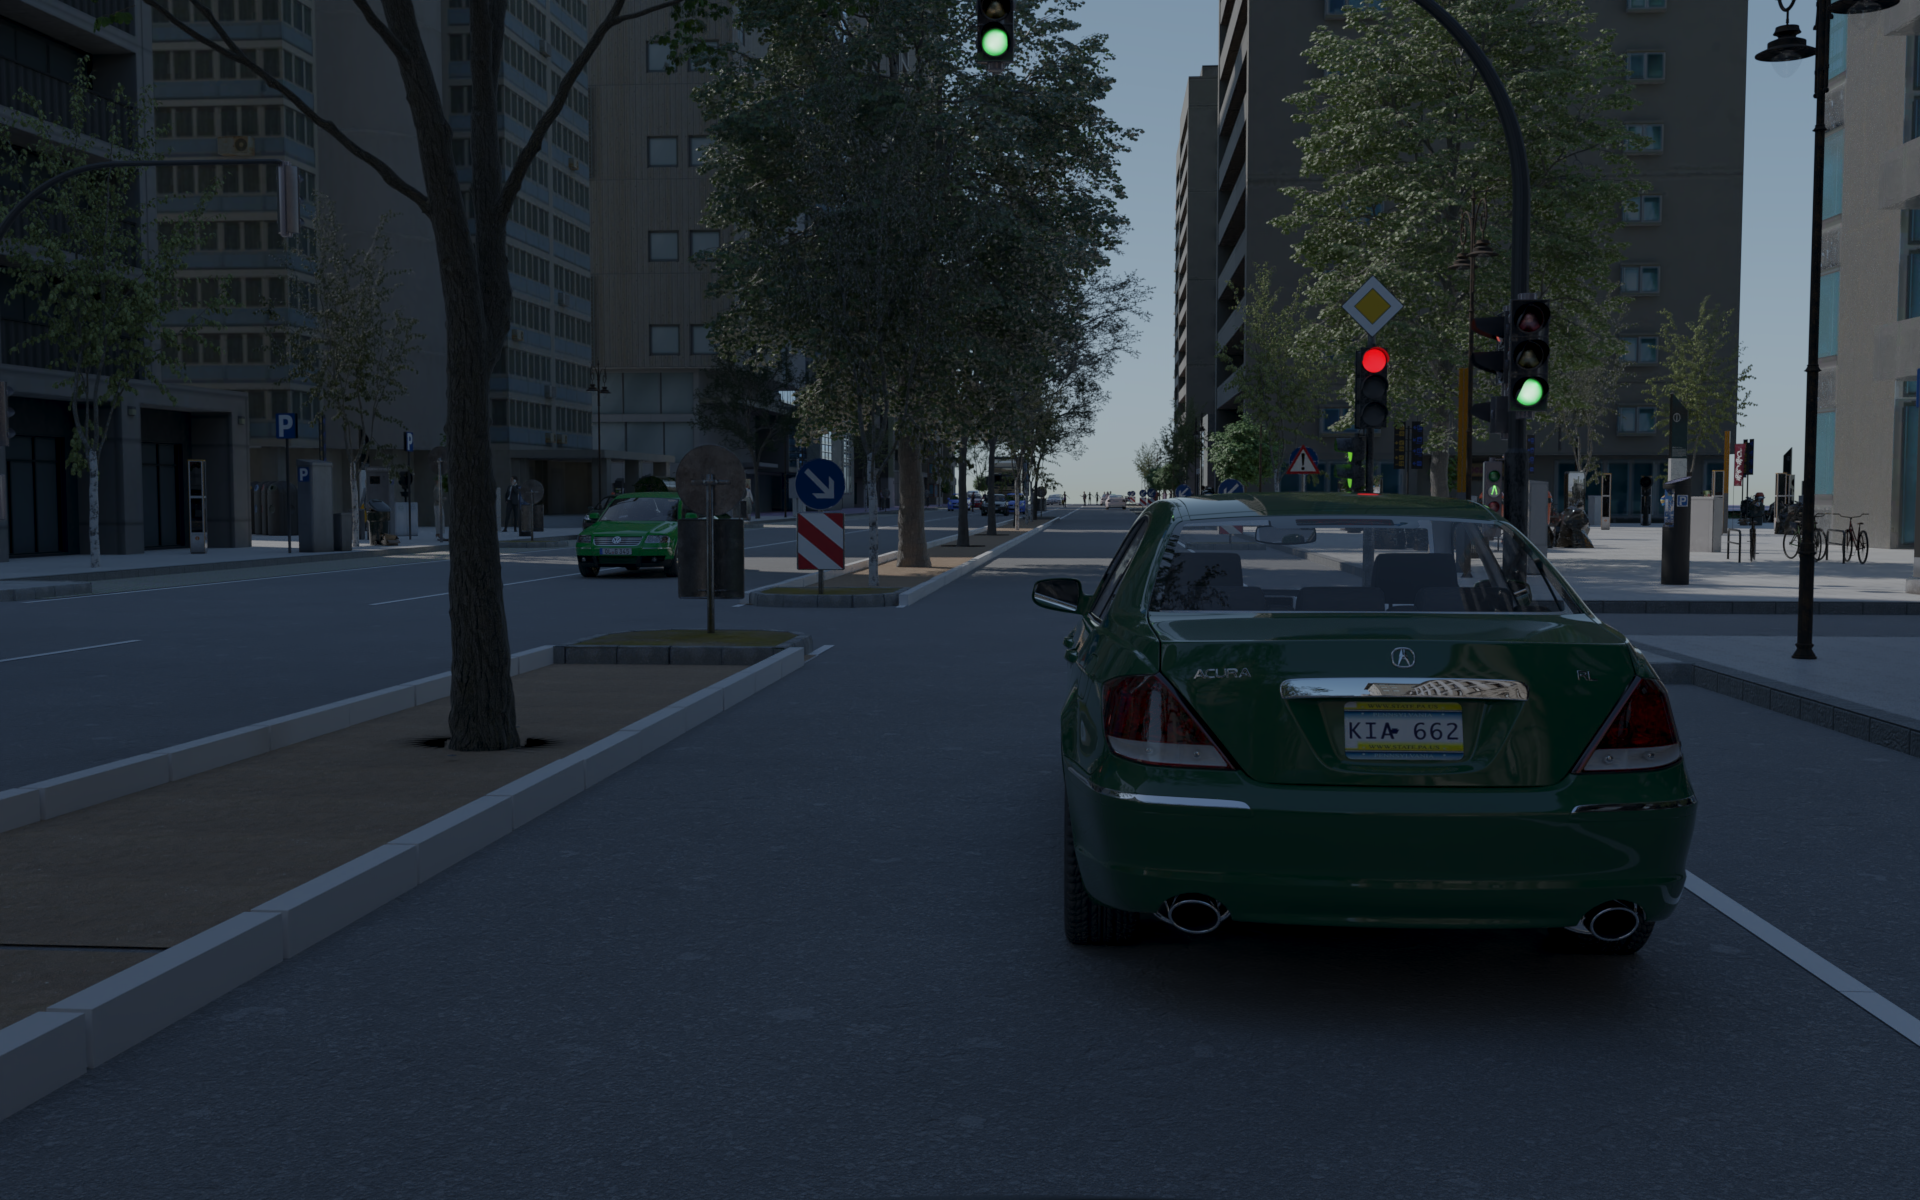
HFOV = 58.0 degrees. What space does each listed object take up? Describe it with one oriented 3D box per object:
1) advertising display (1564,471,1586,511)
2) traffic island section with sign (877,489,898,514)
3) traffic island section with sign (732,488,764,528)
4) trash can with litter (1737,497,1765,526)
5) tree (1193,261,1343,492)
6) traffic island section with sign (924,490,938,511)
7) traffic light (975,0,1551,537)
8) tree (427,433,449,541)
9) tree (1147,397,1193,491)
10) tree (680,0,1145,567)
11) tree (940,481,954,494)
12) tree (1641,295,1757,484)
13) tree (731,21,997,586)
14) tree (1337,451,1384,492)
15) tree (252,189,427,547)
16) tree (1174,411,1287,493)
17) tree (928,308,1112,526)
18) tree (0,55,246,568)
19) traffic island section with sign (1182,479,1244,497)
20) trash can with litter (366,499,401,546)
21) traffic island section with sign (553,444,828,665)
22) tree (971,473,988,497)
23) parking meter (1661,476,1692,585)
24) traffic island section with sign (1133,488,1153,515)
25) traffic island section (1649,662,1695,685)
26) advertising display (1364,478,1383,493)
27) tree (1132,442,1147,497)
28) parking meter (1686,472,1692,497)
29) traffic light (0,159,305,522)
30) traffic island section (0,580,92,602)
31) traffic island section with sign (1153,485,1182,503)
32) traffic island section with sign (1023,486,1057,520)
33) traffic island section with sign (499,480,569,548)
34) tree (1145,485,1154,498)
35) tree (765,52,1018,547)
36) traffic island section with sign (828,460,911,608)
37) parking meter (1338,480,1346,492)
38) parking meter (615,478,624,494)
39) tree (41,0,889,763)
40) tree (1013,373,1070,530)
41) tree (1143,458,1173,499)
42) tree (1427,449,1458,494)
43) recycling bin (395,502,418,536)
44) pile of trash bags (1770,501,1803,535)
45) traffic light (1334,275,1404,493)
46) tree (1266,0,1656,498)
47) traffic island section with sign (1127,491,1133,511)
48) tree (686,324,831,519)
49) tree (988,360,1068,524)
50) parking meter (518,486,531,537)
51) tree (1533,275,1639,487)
[{"bbox_3d":[17.570,-2.710,49.525,0.974,1.923,0.123,-3,5,-41],"label":"advertising display"},{"bbox_3d":[-5.262,-6.984,122.821,1.989,1.847,2.006,0,4,5],"label":"traffic island section with sign"},{"bbox_3d":[-9.405,-3.967,73.491,1.989,1.847,2.006,0,4,5],"label":"traffic island section with sign"},{"bbox_3d":[32.054,-3.599,70.224,0.624,1.170,1.055,-2,4,-33],"label":"trash can with litter"},{"bbox_3d":[10.015,-6.364,54.422,4.737,8.622,4.395,0,3,0],"label":"tree"},{"bbox_3d":[-2.933,-8.687,150.663,1.989,1.847,2.006,0,4,5],"label":"traffic island section with sign"},{"bbox_3d":[2.523,-2.434,14.472,4.771,5.953,1.251,0,4,5],"label":"traffic light"},{"bbox_3d":[-13.777,-3.223,47.305,1.663,3.219,1.824,0,3,0],"label":"tree"},{"bbox_3d":[16.968,-11.166,132.920,4.737,8.622,4.395,0,3,0],"label":"tree"},{"bbox_3d":[-0.907,-7.600,33.378,9.857,13.997,8.962,0,3,0],"label":"tree"},{"bbox_3d":[-1.466,-12.338,196.322,1.663,3.219,1.824,0,3,0],"label":"tree"},{"bbox_3d":[27.625,-7.025,65.224,4.737,8.622,4.395,0,3,0],"label":"tree"},{"bbox_3d":[-1.342,-4.498,26.358,4.360,8.622,3.978,0,3,0],"label":"tree"},{"bbox_3d":[14.018,-4.087,61.421,1.663,3.219,1.824,0,3,0],"label":"tree"},{"bbox_3d":[-14.761,-5.595,41.842,4.360,8.622,3.978,0,3,0],"label":"tree"},{"bbox_3d":[11.183,-5.175,68.321,4.285,4.588,4.351,0,3,0],"label":"tree"},{"bbox_3d":[2.413,-8.475,75.441,8.767,10.594,7.601,0,4,5],"label":"tree"},{"bbox_3d":[-14.976,-4.883,30.201,4.737,8.622,4.395,0,3,0],"label":"tree"},{"bbox_3d":[6.900,-2.235,45.166,1.989,1.847,2.006,0,4,5],"label":"traffic island section with sign"},{"bbox_3d":[-14.323,-1.945,43.191,1.055,1.170,0.624,3,5,40],"label":"trash can with litter"},{"bbox_3d":[-2.355,-0.443,15.375,2.006,1.907,1.989,0,4,5],"label":"traffic island section with sign"},{"bbox_3d":[3.384,-16.758,257.705,4.285,4.588,4.351,0,3,0],"label":"tree"},{"bbox_3d":[10.130,-0.984,24.496,0.372,1.533,0.369,0,3,0],"label":"parking meter"},{"bbox_3d":[13.295,-6.896,121.380,1.989,1.847,2.006,0,4,5],"label":"traffic island section with sign"},{"bbox_3d":[4.654,0.473,14.549,2.009,0.180,2.903,0,4,5],"label":"traffic island section"},{"bbox_3d":[15.550,-3.671,65.237,0.123,1.923,0.974,-2,4,-26],"label":"advertising display"},{"bbox_3d":[26.335,-17.704,239.824,4.737,8.622,4.395,0,3,0],"label":"tree"},{"bbox_3d":[19.264,-2.467,46.041,0.255,1.863,0.399,0,4,7],"label":"parking meter"},{"bbox_3d":[-11.421,-3.006,23.812,4.771,5.953,1.251,0,4,5],"label":"traffic light"},{"bbox_3d":[-13.552,-0.111,24.090,2.009,0.180,2.903,0,4,5],"label":"traffic island section"},{"bbox_3d":[9.173,-3.889,72.215,1.989,1.847,2.006,0,4,5],"label":"traffic island section with sign"},{"bbox_3d":[4.550,-5.474,97.633,2.006,1.907,1.989,0,4,5],"label":"traffic island section with sign"},{"bbox_3d":[-11.663,-2.324,46.630,1.989,1.847,2.006,0,4,5],"label":"traffic island section with sign"},{"bbox_3d":[24.155,-13.537,215.927,1.663,3.219,1.824,0,3,0],"label":"tree"},{"bbox_3d":[0.066,-8.186,46.666,12.009,13.543,11.850,0,3,0],"label":"tree"},{"bbox_3d":[-1.726,-0.894,22.756,2.006,1.907,1.989,0,4,5],"label":"traffic island section with sign"},{"bbox_3d":[15.273,-3.890,69.305,0.255,1.863,0.399,0,4,-4],"label":"parking meter"},{"bbox_3d":[-12.320,-3.486,62.709,0.255,1.863,0.399,0,4,4],"label":"parking meter"},{"bbox_3d":[-2.784,-4.975,9.551,9.928,11.665,9.643,0,3,0],"label":"tree"},{"bbox_3d":[2.252,-7.027,67.703,4.360,8.622,3.978,0,3,0],"label":"tree"},{"bbox_3d":[19.061,-10.490,155.220,4.285,4.588,4.351,0,3,0],"label":"tree"},{"bbox_3d":[20.285,-4.722,71.801,1.663,3.219,1.824,0,3,0],"label":"tree"},{"bbox_3d":[-17.010,-2.463,52.830,0.722,1.027,0.722,-3,5,-39],"label":"recycling bin"},{"bbox_3d":[27.564,-2.736,54.491,3.447,1.369,1.912,1,4,21],"label":"pile of trash bags"},{"bbox_3d":[5.283,-2.047,22.396,0.839,4.253,0.868,0,4,5],"label":"traffic light"},{"bbox_3d":[9.622,-7.071,33.740,7.486,12.596,7.792,0,3,0],"label":"tree"},{"bbox_3d":[15.591,-8.569,148.739,1.989,1.847,2.006,0,4,5],"label":"traffic island section with sign"},{"bbox_3d":[-10.439,-9.529,90.218,8.767,10.594,7.601,1,4,12],"label":"tree"},{"bbox_3d":[3.136,-7.892,81.858,4.737,8.622,4.395,0,3,0],"label":"tree"},{"bbox_3d":[-13.178,-2.693,52.442,0.372,1.533,0.369,0,3,0],"label":"parking meter"},{"bbox_3d":[20.503,-6.548,57.418,4.360,8.622,3.978,0,3,0],"label":"tree"}]
